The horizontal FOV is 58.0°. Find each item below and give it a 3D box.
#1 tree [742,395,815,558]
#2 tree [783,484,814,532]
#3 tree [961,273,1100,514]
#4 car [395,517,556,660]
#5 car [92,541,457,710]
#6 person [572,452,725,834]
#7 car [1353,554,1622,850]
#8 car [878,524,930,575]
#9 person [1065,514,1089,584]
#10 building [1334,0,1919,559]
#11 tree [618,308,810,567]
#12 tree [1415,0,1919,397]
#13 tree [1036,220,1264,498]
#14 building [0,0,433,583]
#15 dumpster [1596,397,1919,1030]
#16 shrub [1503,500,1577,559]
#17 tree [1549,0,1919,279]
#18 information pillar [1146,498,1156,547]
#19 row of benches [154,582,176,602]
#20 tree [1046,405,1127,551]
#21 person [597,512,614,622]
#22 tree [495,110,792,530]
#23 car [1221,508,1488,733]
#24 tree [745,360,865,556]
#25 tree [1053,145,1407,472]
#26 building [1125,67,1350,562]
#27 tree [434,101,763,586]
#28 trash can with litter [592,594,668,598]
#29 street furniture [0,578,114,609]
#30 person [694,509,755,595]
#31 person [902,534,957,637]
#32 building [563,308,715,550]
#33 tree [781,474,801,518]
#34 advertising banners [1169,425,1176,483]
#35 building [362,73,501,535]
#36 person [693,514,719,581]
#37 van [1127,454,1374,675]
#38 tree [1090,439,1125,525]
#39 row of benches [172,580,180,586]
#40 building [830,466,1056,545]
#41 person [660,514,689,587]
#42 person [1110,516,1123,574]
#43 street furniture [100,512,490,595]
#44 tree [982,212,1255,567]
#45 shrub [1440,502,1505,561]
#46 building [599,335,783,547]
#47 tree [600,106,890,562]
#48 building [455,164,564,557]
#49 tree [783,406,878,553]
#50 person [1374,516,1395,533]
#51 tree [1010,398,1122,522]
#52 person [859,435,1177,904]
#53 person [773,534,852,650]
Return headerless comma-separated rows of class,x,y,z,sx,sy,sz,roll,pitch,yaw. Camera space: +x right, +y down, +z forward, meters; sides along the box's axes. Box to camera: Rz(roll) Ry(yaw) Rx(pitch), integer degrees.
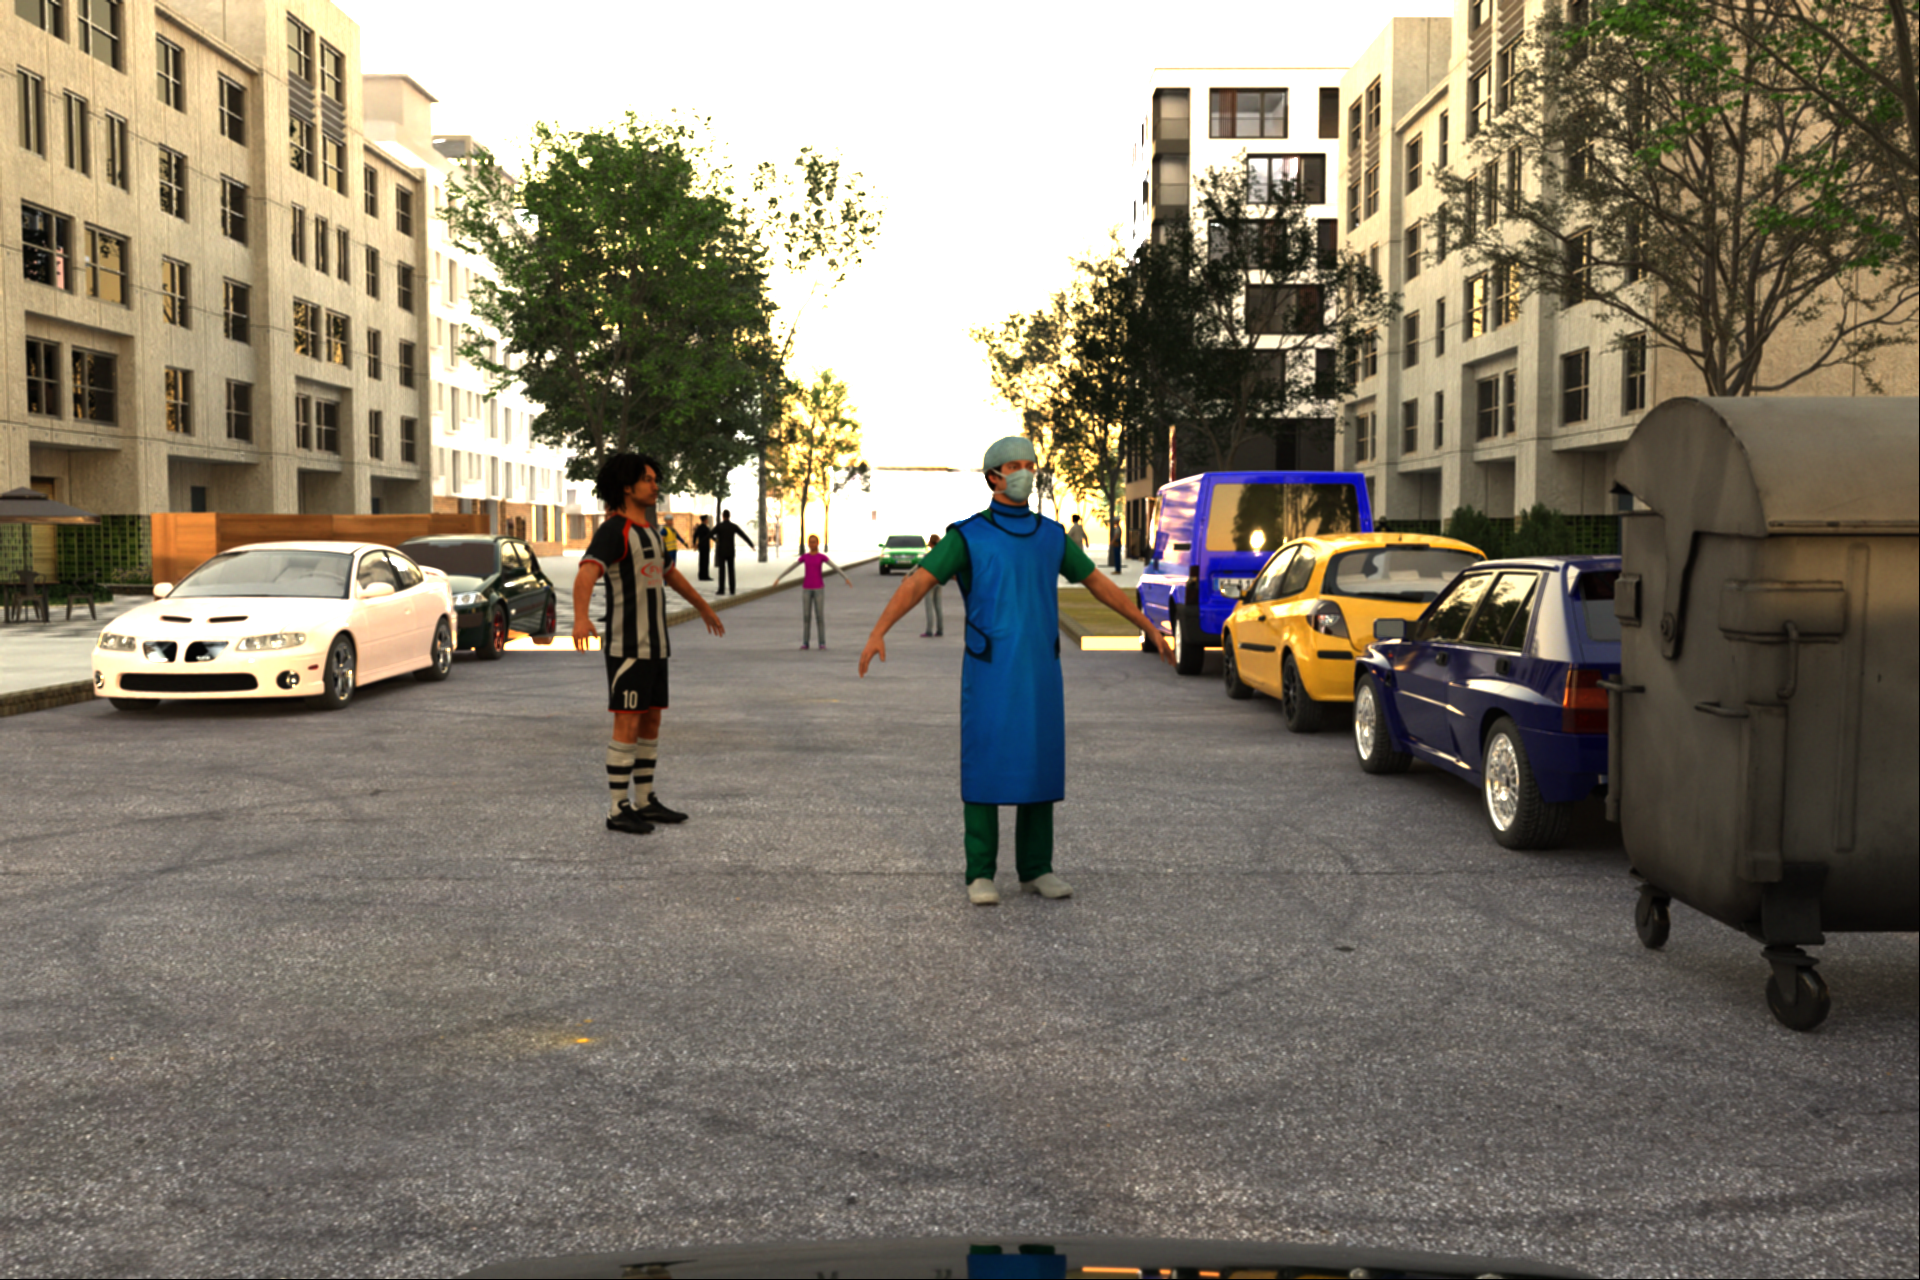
tree,-9.643,-8.601,90.986,4.360,8.622,3.978,0,3,0
tree,-19.965,-16.443,219.203,4.360,8.622,3.978,0,3,0
tree,6.525,-16.554,126.550,12.611,20.169,13.585,0,3,0
car,-6.107,-0.683,20.951,2.009,1.686,4.222,0,4,0
car,-5.956,-0.198,15.595,2.083,1.381,4.827,0,3,0
person,-1.552,0.011,8.427,0.704,1.843,1.345,1,4,19
car,3.297,0.206,9.217,1.945,1.354,3.894,0,4,-1
car,-1.939,-3.272,62.286,1.959,1.807,4.718,0,4,0
person,2.978,-2.377,45.051,0.705,1.806,1.347,3,5,41
building,23.098,-11.362,52.226,16.747,18.905,31.486,0,4,0
tree,-9.486,-8.082,66.550,8.767,10.594,7.601,1,4,11
tree,13.067,-7.271,29.246,12.009,13.543,11.850,0,3,0
tree,5.784,-7.221,52.474,7.601,10.594,8.767,-1,4,-21
building,-29.136,-11.363,52.242,16.747,18.905,31.486,0,4,0
dumpster,3.112,0.168,5.468,1.865,1.857,1.264,0,4,0
shrub,12.789,-2.062,38.140,1.690,2.028,1.600,0,3,0
tree,9.008,-5.466,15.120,9.928,11.665,9.643,0,3,0
information pillar,3.957,-1.889,35.385,0.304,2.012,0.304,0,4,0
row of benches,-9.023,-0.443,22.707,4.104,0.672,1.422,2,4,32
tree,6.233,-8.385,87.464,4.737,8.622,4.395,0,3,0
person,-5.064,-1.163,25.200,0.705,1.806,1.347,-3,5,-40
tree,-9.454,-8.942,52.862,9.857,13.997,8.962,0,3,0
car,3.196,-0.227,13.933,2.015,1.641,3.980,0,4,-1
tree,-9.241,-10.827,102.781,9.928,11.665,9.643,0,3,0
tree,6.422,-6.619,42.633,8.767,10.594,7.601,0,4,7
building,22.581,-15.193,92.379,27.936,21.610,32.646,0,4,0
tree,-8.734,-7.171,42.995,9.928,11.665,9.643,0,3,0
trash can with litter,-6.679,-1.492,35.446,1.678,1.210,2.233,0,4,1
street furniture,-20.547,-0.879,29.991,10.072,0.657,5.734,0,4,2
person,-4.961,-1.865,36.712,1.346,1.802,0.704,-2,4,-25
person,-0.408,-0.760,24.156,0.991,1.433,0.599,-3,5,-42
building,-27.396,-17.664,145.227,16.016,20.090,11.380,0,4,0
tree,-22.526,-17.003,212.413,7.601,10.594,8.767,0,4,-7
advertising banners,3.400,-1.995,28.806,0.090,3.025,2.074,0,4,-1
building,-27.733,-13.217,72.518,16.016,20.090,11.380,0,4,1
person,-7.034,-2.561,47.812,0.705,1.837,1.347,-3,5,-42
van,3.135,-0.909,19.251,2.240,2.365,5.245,0,3,0
tree,21.241,-19.048,218.095,9.857,13.997,8.962,0,3,0
row of benches,-9.842,-0.661,26.264,1.422,0.672,4.104,3,4,38
building,-2.090,-16.567,215.469,28.070,9.664,9.099,0,4,-7
person,-7.026,-2.193,42.320,0.721,1.772,1.216,2,4,27
person,5.003,-3.026,55.326,0.705,1.847,1.347,1,4,14
street furniture,-14.063,-1.990,39.391,11.010,1.723,9.812,2,4,25
tree,5.882,-9.595,67.241,12.009,13.543,11.850,0,3,0
shrub,11.810,-2.199,40.371,1.690,2.028,1.600,0,3,0
building,-28.835,-21.393,180.709,19.493,23.208,18.063,0,4,0
tree,-10.348,-13.616,78.518,12.611,20.169,13.585,0,3,0
building,-28.516,-14.290,90.067,16.016,20.090,11.380,0,4,-1
tree,-8.966,-11.312,119.356,7.601,10.594,8.767,-3,4,-36
person,13.200,-2.958,54.140,1.354,1.856,0.705,0,4,6
tree,6.550,-10.952,113.482,8.767,10.594,7.601,1,4,11
person,0.214,0.109,6.797,1.347,1.817,0.704,-1,4,-23
person,-1.825,-0.594,21.442,0.991,1.433,0.599,0,4,5
